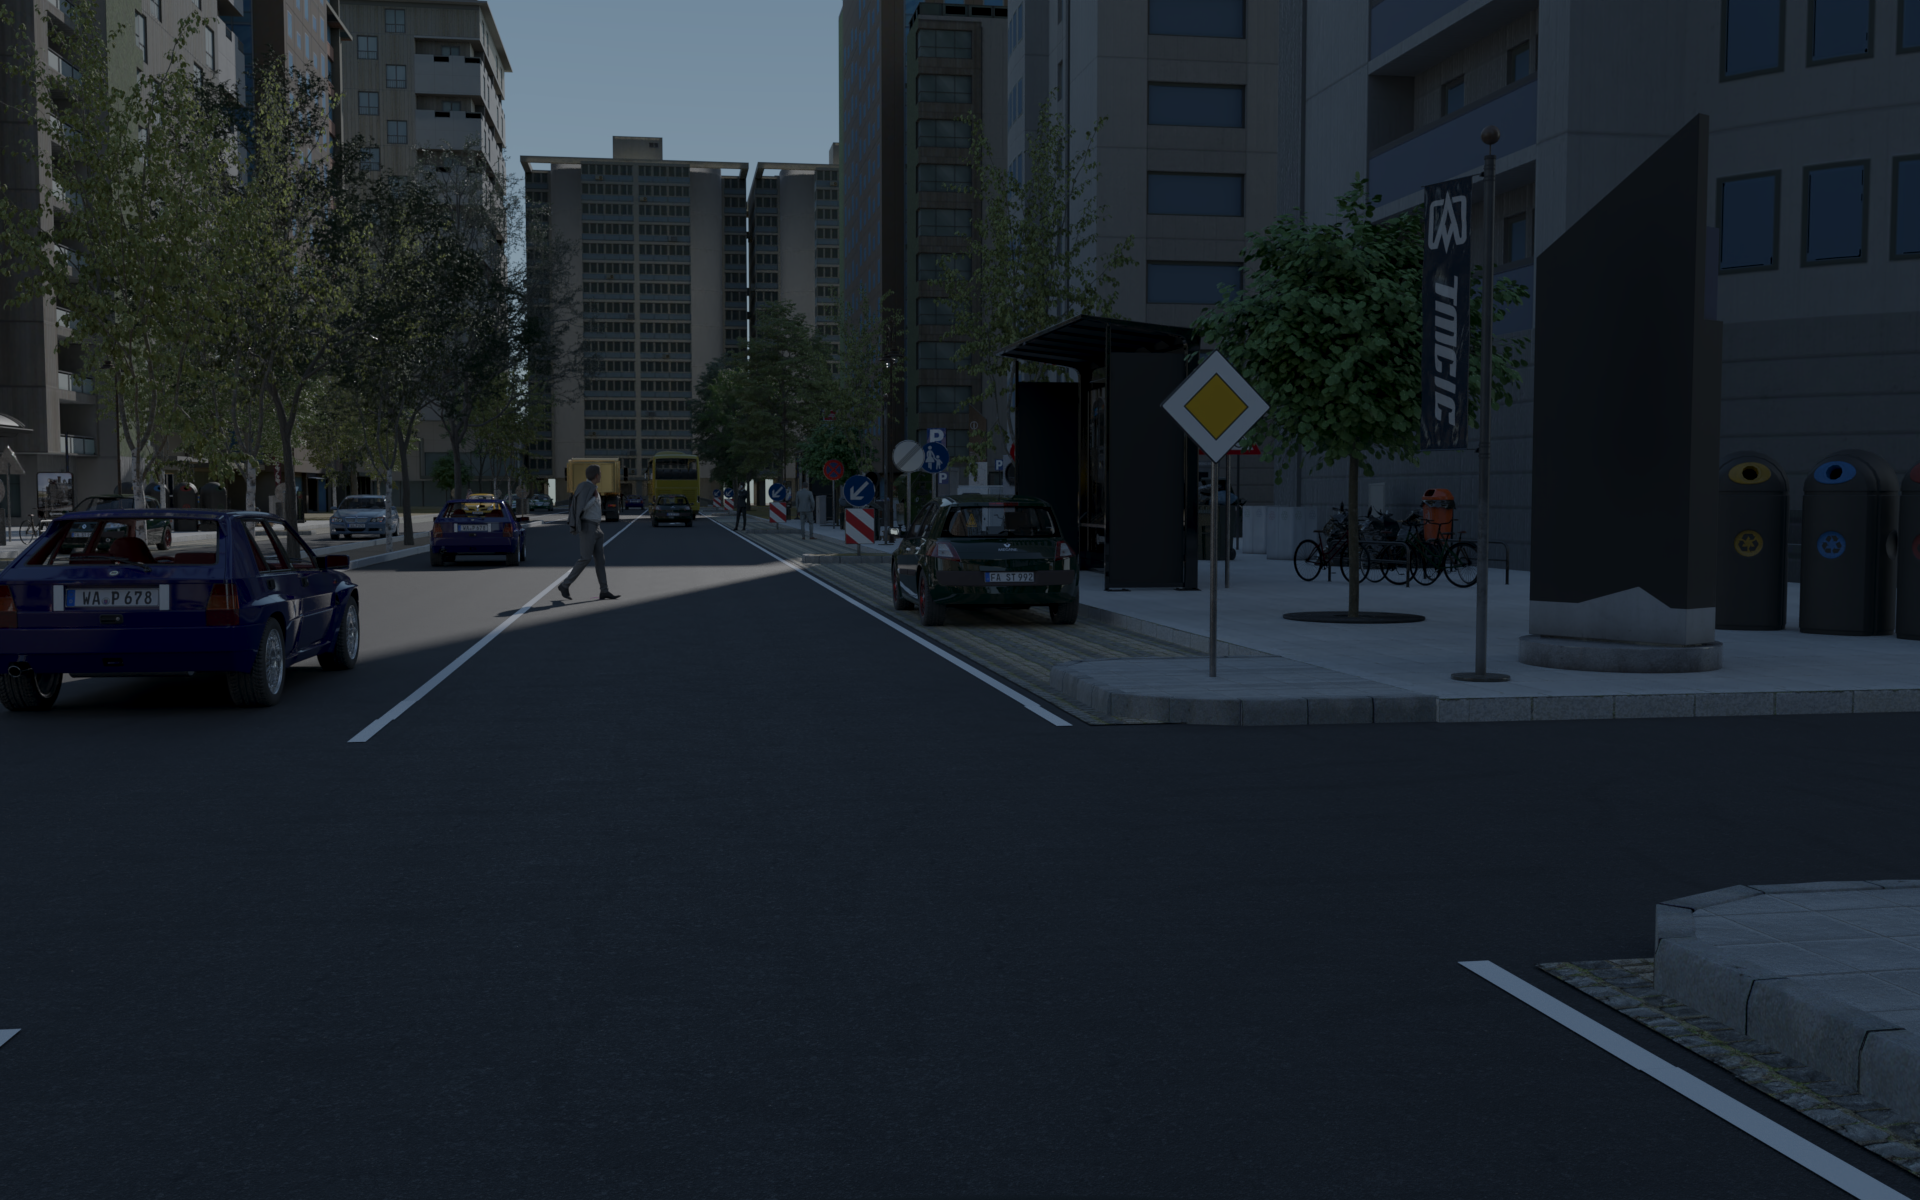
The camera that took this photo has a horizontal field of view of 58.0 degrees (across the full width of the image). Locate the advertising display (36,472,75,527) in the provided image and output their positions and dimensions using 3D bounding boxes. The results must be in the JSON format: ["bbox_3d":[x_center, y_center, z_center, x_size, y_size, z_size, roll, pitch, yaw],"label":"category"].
[{"bbox_3d":[-26.077,-2.737,49.958,0.974,1.923,0.123,-1,4,-12],"label":"advertising display"}]

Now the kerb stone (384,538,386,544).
[{"bbox_3d":[-16.544,-1.676,49.603,0.120,0.150,1.000,-1,4,-10],"label":"kerb stone"}]

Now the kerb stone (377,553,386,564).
[{"bbox_3d":[-12.095,-0.836,35.879,0.120,0.150,1.000,-1,4,-10],"label":"kerb stone"}]

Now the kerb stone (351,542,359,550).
[{"bbox_3d":[-15.691,-1.368,44.560,0.120,0.150,1.000,-1,4,-10],"label":"kerb stone"}]

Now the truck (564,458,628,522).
[{"bbox_3d":[-19.478,-5.905,92.469,3.469,3.379,9.791,-1,4,-11],"label":"truck"}]

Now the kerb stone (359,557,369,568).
[{"bbox_3d":[-11.746,-0.711,33.854,0.120,0.150,1.000,-1,4,-10],"label":"kerb stone"}]

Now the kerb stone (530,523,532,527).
[{"bbox_3d":[-18.585,-3.186,74.307,0.120,0.150,1.000,-1,4,-10],"label":"kerb stone"}]

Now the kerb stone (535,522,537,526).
[{"bbox_3d":[-19.092,-3.373,77.341,0.120,0.150,1.000,-1,4,-10],"label":"kerb stone"}]

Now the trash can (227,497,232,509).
[{"bbox_3d":[-31.334,-3.790,73.620,0.748,1.137,0.748,0,3,0],"label":"trash can"}]

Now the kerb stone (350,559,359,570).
[{"bbox_3d":[-11.584,-0.647,32.832,0.120,0.150,1.000,-1,4,-10],"label":"kerb stone"}]

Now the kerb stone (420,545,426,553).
[{"bbox_3d":[-13.117,-1.207,41.948,0.120,0.150,1.000,-1,4,-10],"label":"kerb stone"}]

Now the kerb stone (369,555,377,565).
[{"bbox_3d":[-11.931,-0.773,34.863,0.120,0.150,1.000,-1,4,-10],"label":"kerb stone"}]

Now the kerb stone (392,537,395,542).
[{"bbox_3d":[-16.714,-1.737,50.613,0.120,0.150,1.000,-1,4,-10],"label":"kerb stone"}]

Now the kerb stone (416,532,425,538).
[{"bbox_3d":[-17.726,-2.109,56.685,0.120,0.150,1.000,-1,4,-10],"label":"kerb stone"}]

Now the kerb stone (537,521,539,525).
[{"bbox_3d":[-19.263,-3.434,78.349,0.120,0.150,1.000,-1,4,-10],"label":"kerb stone"}]

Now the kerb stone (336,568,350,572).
[{"bbox_3d":[-11.413,-0.588,31.821,0.120,0.150,1.000,-1,4,-10],"label":"kerb stone"}]

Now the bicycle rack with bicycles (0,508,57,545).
[{"bbox_3d":[-24.336,-1.890,44.292,2.852,0.926,2.925,0,4,-7],"label":"bicycle rack with bicycles"}]

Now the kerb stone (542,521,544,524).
[{"bbox_3d":[-19.776,-3.614,81.378,0.120,0.150,1.000,-1,4,-10],"label":"kerb stone"}]

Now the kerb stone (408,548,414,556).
[{"bbox_3d":[-12.780,-1.084,39.915,0.120,0.150,1.000,-1,4,-10],"label":"kerb stone"}]

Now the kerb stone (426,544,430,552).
[{"bbox_3d":[-13.283,-1.262,42.958,0.120,0.150,1.000,-1,4,-10],"label":"kerb stone"}]

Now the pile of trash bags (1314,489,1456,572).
[{"bbox_3d":[7.569,-1.233,29.909,1.912,1.369,3.447,-1,4,-13],"label":"pile of trash bags"}]

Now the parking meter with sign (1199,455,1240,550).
[{"bbox_3d":[5.559,-2.656,39.683,1.738,3.016,0.543,0,4,-5],"label":"parking meter with sign"}]

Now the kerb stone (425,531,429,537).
[{"bbox_3d":[-17.906,-2.171,57.704,0.120,0.150,1.000,-1,4,-10],"label":"kerb stone"}]

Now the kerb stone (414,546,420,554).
[{"bbox_3d":[-12.952,-1.146,40.926,0.120,0.150,1.000,-1,4,-10],"label":"kerb stone"}]

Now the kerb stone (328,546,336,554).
[{"bbox_3d":[-15.179,-1.180,41.533,0.120,0.150,1.000,-1,4,-10],"label":"kerb stone"}]

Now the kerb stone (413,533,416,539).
[{"bbox_3d":[-17.395,-1.985,54.655,0.120,0.150,1.000,-1,4,-10],"label":"kerb stone"}]

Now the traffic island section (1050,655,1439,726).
[{"bbox_3d":[1.793,0.618,12.170,2.009,0.180,2.903,-1,4,-10],"label":"traffic island section"}]

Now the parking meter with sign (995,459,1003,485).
[{"bbox_3d":[2.501,-5.610,87.991,0.543,3.016,1.738,3,4,37],"label":"parking meter with sign"}]

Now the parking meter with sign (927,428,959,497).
[{"bbox_3d":[-0.310,-3.076,46.550,0.543,3.016,1.738,1,4,21],"label":"parking meter with sign"}]

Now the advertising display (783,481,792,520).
[{"bbox_3d":[-8.409,-4.844,84.406,0.123,1.923,0.974,1,4,13],"label":"advertising display"}]

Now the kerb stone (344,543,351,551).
[{"bbox_3d":[-15.521,-1.303,43.550,0.120,0.150,1.000,-1,4,-10],"label":"kerb stone"}]

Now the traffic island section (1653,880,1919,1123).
[{"bbox_3d":[3.123,1.100,4.296,2.009,0.180,2.903,-1,4,-10],"label":"traffic island section"}]

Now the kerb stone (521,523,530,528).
[{"bbox_3d":[-18.410,-3.121,73.300,0.120,0.150,1.000,-1,4,-10],"label":"kerb stone"}]

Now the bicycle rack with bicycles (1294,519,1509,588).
[{"bbox_3d":[6.535,-0.696,24.754,2.852,0.926,2.925,-2,4,-24],"label":"bicycle rack with bicycles"}]

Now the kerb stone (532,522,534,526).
[{"bbox_3d":[-18.750,-3.250,75.325,0.120,0.150,1.000,-1,4,-10],"label":"kerb stone"}]

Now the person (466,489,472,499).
[{"bbox_3d":[-31.683,-6.282,111.877,0.621,1.740,0.551,-1,4,-15],"label":"person"}]

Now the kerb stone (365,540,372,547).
[{"bbox_3d":[-16.032,-1.491,46.576,0.120,0.150,1.000,-1,4,-10],"label":"kerb stone"}]

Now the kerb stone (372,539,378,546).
[{"bbox_3d":[-16.209,-1.546,47.586,0.120,0.150,1.000,-1,4,-10],"label":"kerb stone"}]

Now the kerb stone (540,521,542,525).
[{"bbox_3d":[-19.601,-3.558,80.371,0.120,0.150,1.000,-1,4,-10],"label":"kerb stone"}]

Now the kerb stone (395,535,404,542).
[{"bbox_3d":[-17.056,-1.854,52.630,0.120,0.150,1.000,-1,4,-10],"label":"kerb stone"}]

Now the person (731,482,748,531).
[{"bbox_3d":[-8.547,-3.643,67.423,0.648,1.900,0.474,3,5,40],"label":"person"}]

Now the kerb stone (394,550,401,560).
[{"bbox_3d":[-12.437,-0.960,37.899,0.120,0.150,1.000,-1,4,-10],"label":"kerb stone"}]

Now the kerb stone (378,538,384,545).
[{"bbox_3d":[-16.367,-1.615,48.595,0.120,0.150,1.000,-1,4,-10],"label":"kerb stone"}]

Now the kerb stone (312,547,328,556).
[{"bbox_3d":[-15.008,-1.121,40.525,0.120,0.150,1.000,-1,4,-10],"label":"kerb stone"}]

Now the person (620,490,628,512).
[{"bbox_3d":[-26.887,-7.842,137.233,1.217,1.766,0.721,-3,4,-36],"label":"person"}]

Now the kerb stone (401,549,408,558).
[{"bbox_3d":[-12.604,-1.022,38.908,0.120,0.150,1.000,-1,4,-10],"label":"kerb stone"}]

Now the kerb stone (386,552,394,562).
[{"bbox_3d":[-12.261,-0.899,36.890,0.120,0.150,1.000,-1,4,-10],"label":"kerb stone"}]

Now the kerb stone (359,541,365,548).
[{"bbox_3d":[-15.862,-1.430,45.568,0.120,0.150,1.000,-1,4,-10],"label":"kerb stone"}]

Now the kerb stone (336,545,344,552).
[{"bbox_3d":[-15.351,-1.244,42.541,0.120,0.150,1.000,-1,4,-10],"label":"kerb stone"}]
